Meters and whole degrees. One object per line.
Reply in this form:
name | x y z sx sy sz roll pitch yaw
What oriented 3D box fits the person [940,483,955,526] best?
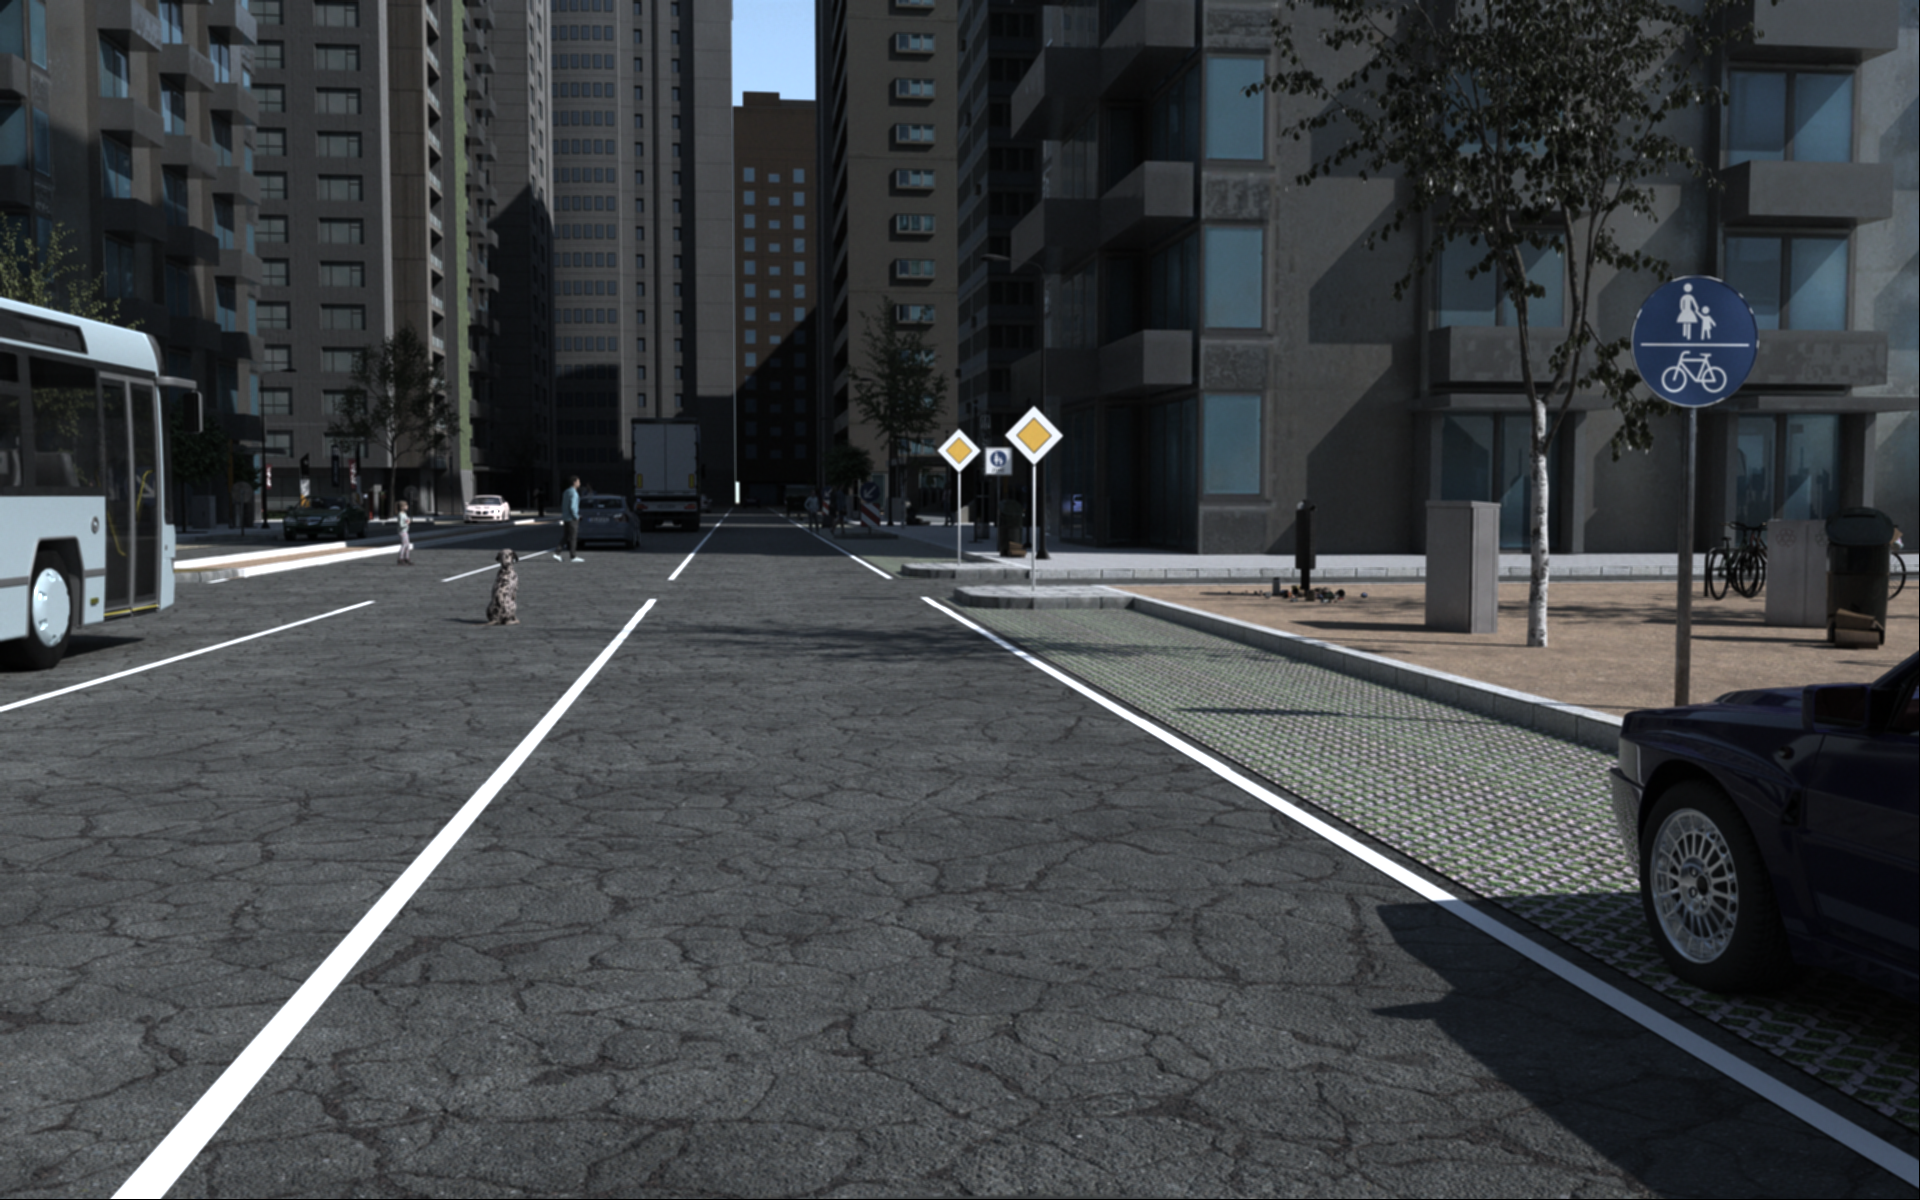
person | -0.473 -3.836 69.357 0.643 1.750 0.593 -1 4 -17

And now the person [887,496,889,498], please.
person | -4.105 -6.282 109.480 1.217 1.736 0.721 -2 4 -30

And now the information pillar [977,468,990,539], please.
information pillar | 0.636 -2.745 49.365 0.304 2.012 0.304 3 5 42

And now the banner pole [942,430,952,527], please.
banner pole | -0.449 -4.758 67.805 0.401 3.779 0.863 -1 4 -15

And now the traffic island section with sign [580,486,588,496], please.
traffic island section with sign | -22.566 -5.822 103.318 2.006 1.907 1.989 0 4 -7

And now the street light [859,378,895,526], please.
street light | -3.342 -5.930 69.505 1.470 5.913 1.316 0 4 -7

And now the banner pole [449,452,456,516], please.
banner pole | -30.154 -6.889 102.651 0.401 3.779 0.863 0 4 -4

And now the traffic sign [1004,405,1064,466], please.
traffic sign | 0.990 -1.257 22.735 0.795 2.593 0.064 0 4 -7

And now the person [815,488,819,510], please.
person | -11.151 -7.964 136.779 0.721 1.766 1.217 0 4 2

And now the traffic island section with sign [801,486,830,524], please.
traffic island section with sign | -6.382 -4.505 82.287 1.989 1.847 2.006 0 4 -7

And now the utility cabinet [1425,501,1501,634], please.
utility cabinet | 4.747 -0.319 16.380 0.306 1.237 1.020 -1 4 -8

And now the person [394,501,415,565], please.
person | -11.157 -1.347 34.807 0.394 1.301 0.425 -2 4 -26

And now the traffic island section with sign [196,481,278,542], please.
traffic island section with sign | -21.988 -2.702 52.813 1.989 1.847 2.006 0 4 -7

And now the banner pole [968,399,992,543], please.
banner pole | 0.561 -3.397 45.551 0.401 3.779 0.863 -3 5 -41

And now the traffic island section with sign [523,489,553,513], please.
traffic island section with sign | -31.517 -7.385 129.380 1.989 1.847 2.006 0 4 -7

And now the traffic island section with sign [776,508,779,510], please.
traffic island section with sign | -15.948 -9.205 159.129 1.989 1.847 2.006 0 4 -7

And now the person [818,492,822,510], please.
person | -10.913 -7.716 135.427 0.599 1.433 0.991 0 4 5

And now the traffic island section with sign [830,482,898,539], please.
traffic island section with sign | -3.040 -2.862 55.414 1.989 1.847 2.006 0 4 -7

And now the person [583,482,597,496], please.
person | -12.002 -2.918 56.225 0.581 1.822 0.654 0 4 0

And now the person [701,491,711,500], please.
person | -22.244 -8.621 150.248 1.217 1.735 0.721 0 4 -5

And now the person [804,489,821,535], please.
person | -5.200 -3.110 61.162 0.589 1.601 0.330 -1 4 -22

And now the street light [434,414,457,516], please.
street light | -29.589 -7.766 99.508 1.470 5.913 1.316 0 4 -7

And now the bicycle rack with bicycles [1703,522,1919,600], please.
bicycle rack with bicycles | 10.289 -0.481 21.243 2.925 0.926 2.852 -2 4 -25

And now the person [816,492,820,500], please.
person | -11.074 -7.614 133.760 0.421 1.427 0.697 -3 5 -40

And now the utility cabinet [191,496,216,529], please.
utility cabinet | -27.896 -3.224 63.879 1.020 1.237 0.306 2 4 30

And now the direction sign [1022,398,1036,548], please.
direction sign | 1.619 -3.007 41.167 0.379 3.537 0.876 0 4 -1

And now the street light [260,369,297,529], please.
street light | -25.245 -5.605 64.183 1.470 5.913 1.316 0 4 -7

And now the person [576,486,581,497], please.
person | -14.584 -3.487 65.693 0.526 1.800 0.537 -1 4 -17

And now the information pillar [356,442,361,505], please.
information pillar | -26.953 -5.276 77.611 0.183 3.616 0.504 0 4 -7

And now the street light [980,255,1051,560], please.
street light | 1.085 -3.748 33.828 1.470 5.913 1.316 0 4 -7

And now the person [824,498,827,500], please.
person | -10.099 -7.611 131.948 0.593 1.643 0.415 2 4 28

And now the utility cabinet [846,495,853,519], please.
utility cabinet | -5.579 -4.765 89.076 0.306 1.237 1.020 1 4 14

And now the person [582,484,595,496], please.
person | -13.852 -3.407 64.473 0.793 1.790 0.793 -3 5 -39

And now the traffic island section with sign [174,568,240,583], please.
traffic island section with sign | -13.277 -1.261 28.754 2.006 1.907 1.989 0 4 -7

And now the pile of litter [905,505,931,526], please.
pile of litter | -1.762 -3.495 71.114 1.176 0.858 1.719 1 4 8

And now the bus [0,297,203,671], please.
bus | -8.353 -0.997 11.158 2.948 3.499 13.247 0 4 -6

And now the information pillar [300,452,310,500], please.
information pillar | -36.854 -6.490 97.467 0.504 3.616 0.183 -3 5 -39

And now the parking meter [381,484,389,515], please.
parking meter | -32.593 -5.653 98.142 0.399 1.863 0.255 -1 4 -20

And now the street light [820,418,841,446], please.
street light | -7.830 -8.125 105.381 1.470 5.913 1.316 0 4 -7

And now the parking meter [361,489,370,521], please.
parking meter | -27.965 -4.467 81.443 0.372 1.533 0.369 0 3 0

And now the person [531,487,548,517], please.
person | -25.779 -6.010 106.400 0.705 1.869 1.348 2 4 34

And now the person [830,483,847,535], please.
person | -4.177 -3.150 60.019 0.654 1.822 0.581 0 4 -2

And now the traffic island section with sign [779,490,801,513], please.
traffic island section with sign | -12.587 -7.555 132.147 1.989 1.847 2.006 0 4 -7

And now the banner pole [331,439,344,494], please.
banner pole | -28.008 -5.385 78.066 0.401 3.779 0.863 2 4 27

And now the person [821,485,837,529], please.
person | -5.424 -3.882 72.194 0.699 1.804 1.509 1 4 20

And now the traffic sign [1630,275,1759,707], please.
traffic sign | 4.277 -0.617 10.187 0.768 2.556 0.104 0 4 -4

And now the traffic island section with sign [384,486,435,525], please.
traffic island section with sign | -25.353 -4.359 79.893 1.989 1.847 2.006 0 4 -7

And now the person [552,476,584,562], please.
person | -8.333 -1.729 36.785 0.620 1.820 0.660 -3 5 -40

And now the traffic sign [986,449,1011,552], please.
traffic sign | 0.849 -2.212 38.303 0.606 2.300 0.079 0 4 1

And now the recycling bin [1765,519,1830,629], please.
recycling bin | 8.294 -0.263 16.855 0.722 1.027 0.722 2 4 34

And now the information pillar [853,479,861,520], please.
information pillar | -5.066 -4.919 84.913 0.304 2.012 0.304 1 4 15
